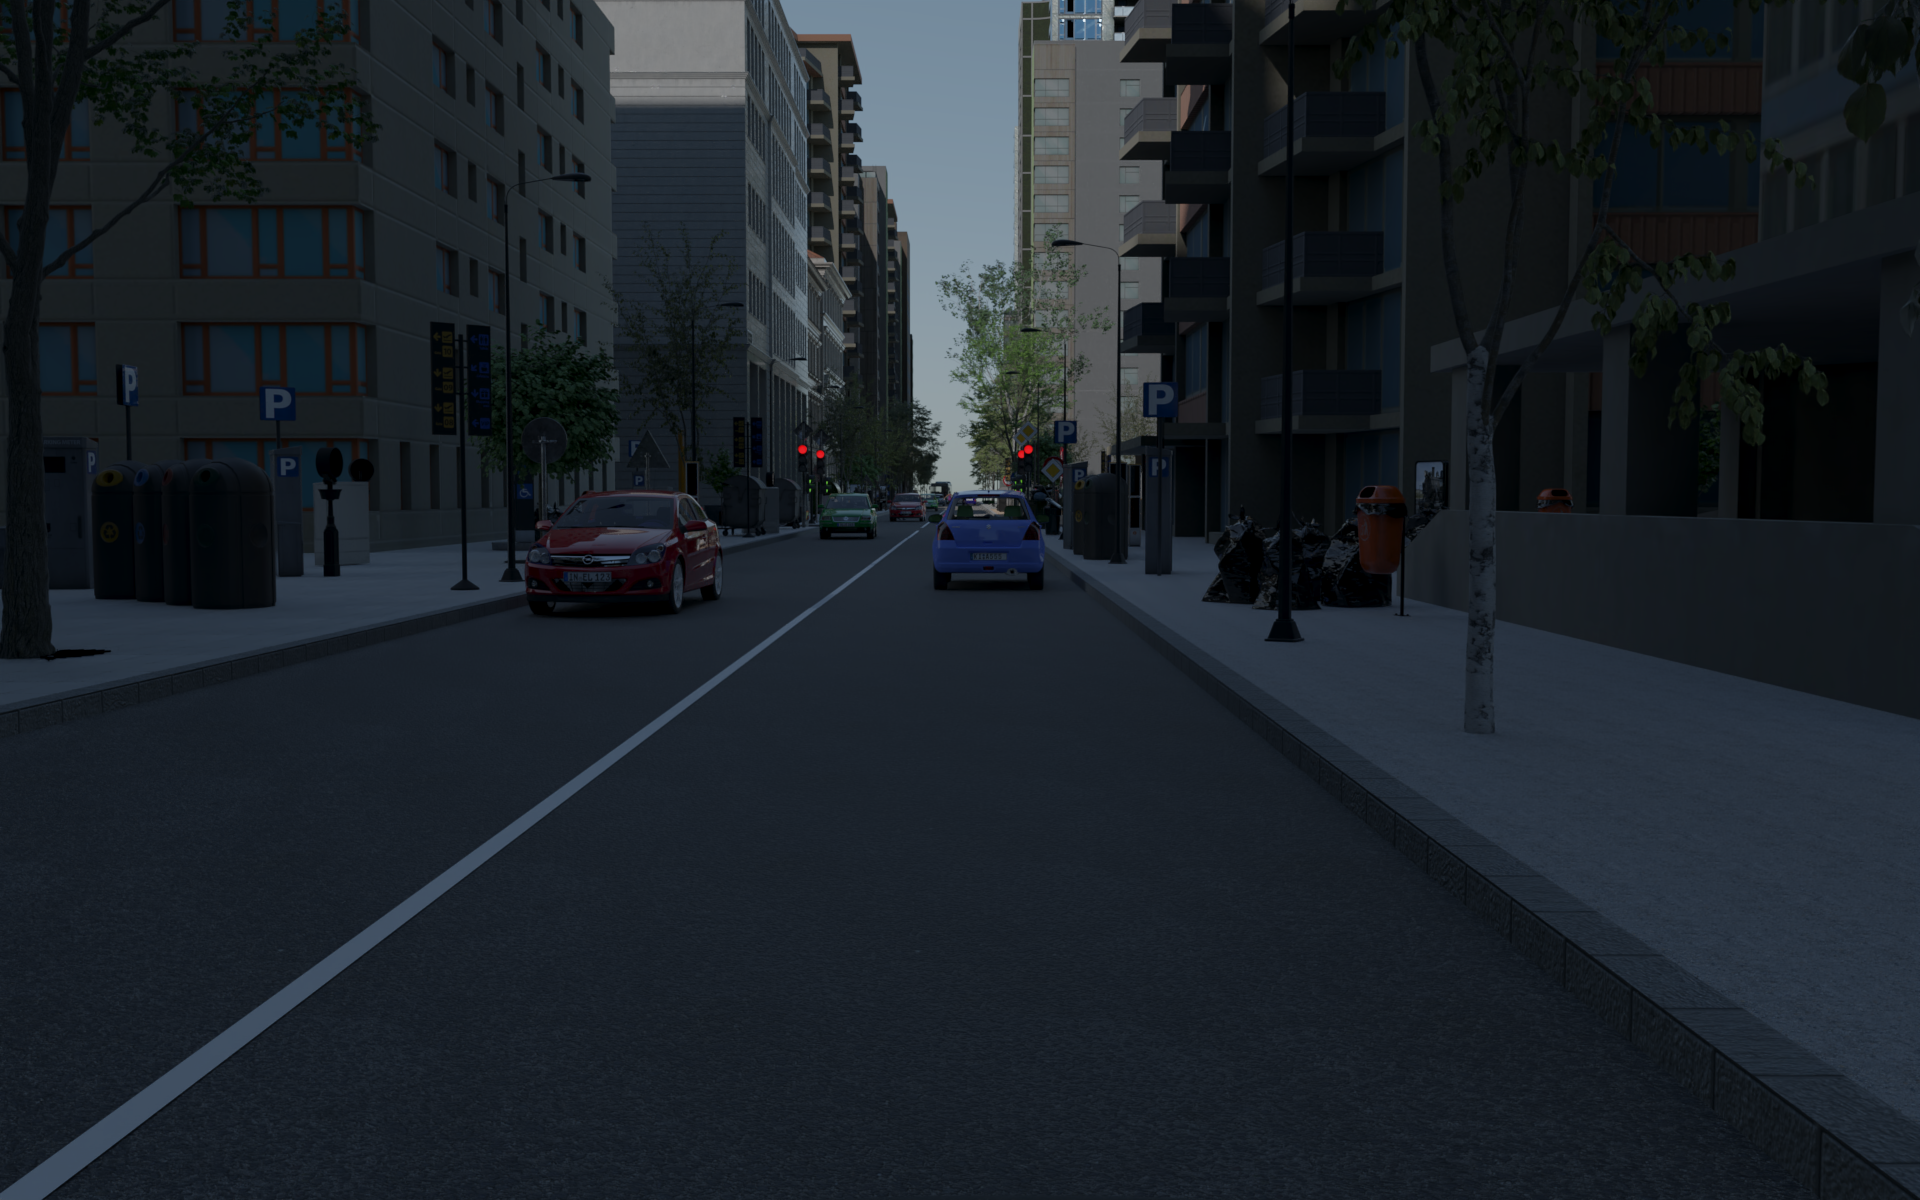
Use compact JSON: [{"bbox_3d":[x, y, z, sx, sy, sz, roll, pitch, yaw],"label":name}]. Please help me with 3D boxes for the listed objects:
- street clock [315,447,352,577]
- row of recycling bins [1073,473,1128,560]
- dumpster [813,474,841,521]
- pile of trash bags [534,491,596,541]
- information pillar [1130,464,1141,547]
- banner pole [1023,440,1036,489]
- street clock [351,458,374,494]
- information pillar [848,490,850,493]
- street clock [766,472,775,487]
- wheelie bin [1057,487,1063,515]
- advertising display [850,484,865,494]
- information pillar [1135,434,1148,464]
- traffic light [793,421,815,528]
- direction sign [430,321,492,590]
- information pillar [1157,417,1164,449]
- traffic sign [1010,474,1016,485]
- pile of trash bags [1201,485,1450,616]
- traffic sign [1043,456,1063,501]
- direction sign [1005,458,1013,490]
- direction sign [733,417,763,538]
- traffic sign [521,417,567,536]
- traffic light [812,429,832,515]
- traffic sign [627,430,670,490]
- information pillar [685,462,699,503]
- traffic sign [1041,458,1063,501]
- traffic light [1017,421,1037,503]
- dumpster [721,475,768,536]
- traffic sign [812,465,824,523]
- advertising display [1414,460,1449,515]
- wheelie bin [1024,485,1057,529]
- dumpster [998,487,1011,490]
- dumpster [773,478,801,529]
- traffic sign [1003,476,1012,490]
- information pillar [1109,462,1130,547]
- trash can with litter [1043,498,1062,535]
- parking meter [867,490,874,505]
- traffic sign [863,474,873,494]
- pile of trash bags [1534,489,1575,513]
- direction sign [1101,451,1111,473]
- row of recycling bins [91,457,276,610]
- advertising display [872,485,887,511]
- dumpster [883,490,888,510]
[{"bbox_3d":[-9.777,-1.366,26.903,0.358,2.002,0.471,0,4,6],"label":"street clock"},{"bbox_3d":[2.893,-1.724,35.307,1.069,1.692,3.534,0,3,0],"label":"row of recycling bins"},{"bbox_3d":[-6.406,-4.837,81.583,1.502,2.255,1.985,0,4,0],"label":"dumpster"},{"bbox_3d":[-10.216,-2.215,45.974,1.912,1.369,3.447,-2,4,-30],"label":"pile of trash bags"},{"bbox_3d":[4.244,-2.310,42.254,0.304,2.012,0.304,0,4,-4],"label":"information pillar"},{"bbox_3d":[3.249,-5.530,80.427,0.863,3.779,0.401,-1,4,-19],"label":"banner pole"},{"bbox_3d":[-12.180,-1.878,35.271,0.471,2.002,0.358,-2,4,-30],"label":"street clock"},{"bbox_3d":[-8.257,-8.516,130.590,0.183,3.616,0.504,3,5,43],"label":"information pillar"},{"bbox_3d":[-6.183,-3.174,56.470,0.358,2.002,0.471,0,4,3],"label":"street clock"},{"bbox_3d":[3.926,-4.096,74.874,0.980,1.594,0.693,0,4,-7],"label":"wheelie bin"},{"bbox_3d":[-6.548,-6.438,110.477,0.974,1.923,0.123,0,4,5],"label":"advertising display"},{"bbox_3d":[7.042,-4.637,67.173,0.504,3.616,0.183,0,4,-7],"label":"information pillar"},{"bbox_3d":[-5.974,-4.733,66.298,0.839,4.253,0.868,0,4,0],"label":"traffic light"},{"bbox_3d":[-6.637,-1.903,23.115,0.379,3.537,0.876,3,5,44],"label":"direction sign"},{"bbox_3d":[4.597,-2.962,39.780,0.183,3.616,0.504,1,4,18],"label":"information pillar"},{"bbox_3d":[3.132,-5.794,94.840,0.768,2.556,0.104,1,4,9],"label":"traffic sign"},{"bbox_3d":[4.109,-0.598,19.535,1.912,1.369,3.447,-1,4,-13],"label":"pile of trash bags"},{"bbox_3d":[3.156,-3.547,58.095,0.768,2.556,0.104,1,4,9],"label":"traffic sign"},{"bbox_3d":[3.265,-7.129,108.548,0.876,3.537,0.379,1,4,8],"label":"direction sign"},{"bbox_3d":[-6.238,-3.609,51.004,0.876,3.537,0.379,-1,4,-22],"label":"direction sign"},{"bbox_3d":[-6.915,-1.756,28.815,0.768,2.556,0.104,0,4,2],"label":"traffic sign"},{"bbox_3d":[-5.941,-5.221,74.283,0.839,4.253,0.868,0,4,0],"label":"traffic light"},{"bbox_3d":[-6.351,-2.157,35.267,0.884,2.594,0.081,0,4,2],"label":"traffic sign"},{"bbox_3d":[-6.060,-2.126,39.254,0.304,2.012,0.304,0,4,-7],"label":"information pillar"},{"bbox_3d":[2.997,-3.344,55.861,0.795,2.450,0.064,0,4,3],"label":"traffic sign"},{"bbox_3d":[2.588,-4.731,66.279,0.839,4.253,0.868,0,4,0],"label":"traffic light"},{"bbox_3d":[-6.648,-2.908,53.310,1.264,1.857,1.865,0,3,0],"label":"dumpster"},{"bbox_3d":[-6.331,-4.681,76.537,0.884,2.594,0.081,0,4,3],"label":"traffic sign"},{"bbox_3d":[8.945,-1.693,32.895,0.123,1.923,0.974,-1,4,-18],"label":"advertising display"},{"bbox_3d":[2.904,-3.397,63.454,0.693,1.594,0.980,-2,4,-27],"label":"wheelie bin"},{"bbox_3d":[3.410,-7.765,132.722,1.264,1.857,1.865,0,4,0],"label":"dumpster"},{"bbox_3d":[-6.550,-3.554,63.859,1.264,1.857,1.865,0,3,0],"label":"dumpster"},{"bbox_3d":[3.153,-6.839,111.917,0.768,2.556,0.104,1,4,10],"label":"traffic sign"},{"bbox_3d":[3.641,-2.166,39.907,0.304,2.012,0.304,-2,4,-33],"label":"information pillar"},{"bbox_3d":[3.134,-2.611,54.081,1.055,1.170,0.624,1,4,20],"label":"trash can with litter"},{"bbox_3d":[-5.813,-6.398,113.014,0.372,1.533,0.369,0,3,0],"label":"parking meter"},{"bbox_3d":[-6.022,-6.827,111.626,0.884,2.594,0.081,0,4,7],"label":"traffic sign"},{"bbox_3d":[8.657,-1.182,29.071,3.447,1.369,1.912,-1,4,-10],"label":"pile of trash bags"},{"bbox_3d":[7.645,-6.037,90.707,0.379,3.537,0.876,-2,4,-31],"label":"direction sign"},{"bbox_3d":[-9.205,-0.820,20.520,3.534,1.692,1.069,3,5,42],"label":"row of recycling bins"},{"bbox_3d":[-6.047,-7.693,130.991,0.974,1.923,0.123,0,4,6],"label":"advertising display"},{"bbox_3d":[-6.255,-7.885,134.680,1.264,1.857,1.865,0,4,0],"label":"dumpster"}]
